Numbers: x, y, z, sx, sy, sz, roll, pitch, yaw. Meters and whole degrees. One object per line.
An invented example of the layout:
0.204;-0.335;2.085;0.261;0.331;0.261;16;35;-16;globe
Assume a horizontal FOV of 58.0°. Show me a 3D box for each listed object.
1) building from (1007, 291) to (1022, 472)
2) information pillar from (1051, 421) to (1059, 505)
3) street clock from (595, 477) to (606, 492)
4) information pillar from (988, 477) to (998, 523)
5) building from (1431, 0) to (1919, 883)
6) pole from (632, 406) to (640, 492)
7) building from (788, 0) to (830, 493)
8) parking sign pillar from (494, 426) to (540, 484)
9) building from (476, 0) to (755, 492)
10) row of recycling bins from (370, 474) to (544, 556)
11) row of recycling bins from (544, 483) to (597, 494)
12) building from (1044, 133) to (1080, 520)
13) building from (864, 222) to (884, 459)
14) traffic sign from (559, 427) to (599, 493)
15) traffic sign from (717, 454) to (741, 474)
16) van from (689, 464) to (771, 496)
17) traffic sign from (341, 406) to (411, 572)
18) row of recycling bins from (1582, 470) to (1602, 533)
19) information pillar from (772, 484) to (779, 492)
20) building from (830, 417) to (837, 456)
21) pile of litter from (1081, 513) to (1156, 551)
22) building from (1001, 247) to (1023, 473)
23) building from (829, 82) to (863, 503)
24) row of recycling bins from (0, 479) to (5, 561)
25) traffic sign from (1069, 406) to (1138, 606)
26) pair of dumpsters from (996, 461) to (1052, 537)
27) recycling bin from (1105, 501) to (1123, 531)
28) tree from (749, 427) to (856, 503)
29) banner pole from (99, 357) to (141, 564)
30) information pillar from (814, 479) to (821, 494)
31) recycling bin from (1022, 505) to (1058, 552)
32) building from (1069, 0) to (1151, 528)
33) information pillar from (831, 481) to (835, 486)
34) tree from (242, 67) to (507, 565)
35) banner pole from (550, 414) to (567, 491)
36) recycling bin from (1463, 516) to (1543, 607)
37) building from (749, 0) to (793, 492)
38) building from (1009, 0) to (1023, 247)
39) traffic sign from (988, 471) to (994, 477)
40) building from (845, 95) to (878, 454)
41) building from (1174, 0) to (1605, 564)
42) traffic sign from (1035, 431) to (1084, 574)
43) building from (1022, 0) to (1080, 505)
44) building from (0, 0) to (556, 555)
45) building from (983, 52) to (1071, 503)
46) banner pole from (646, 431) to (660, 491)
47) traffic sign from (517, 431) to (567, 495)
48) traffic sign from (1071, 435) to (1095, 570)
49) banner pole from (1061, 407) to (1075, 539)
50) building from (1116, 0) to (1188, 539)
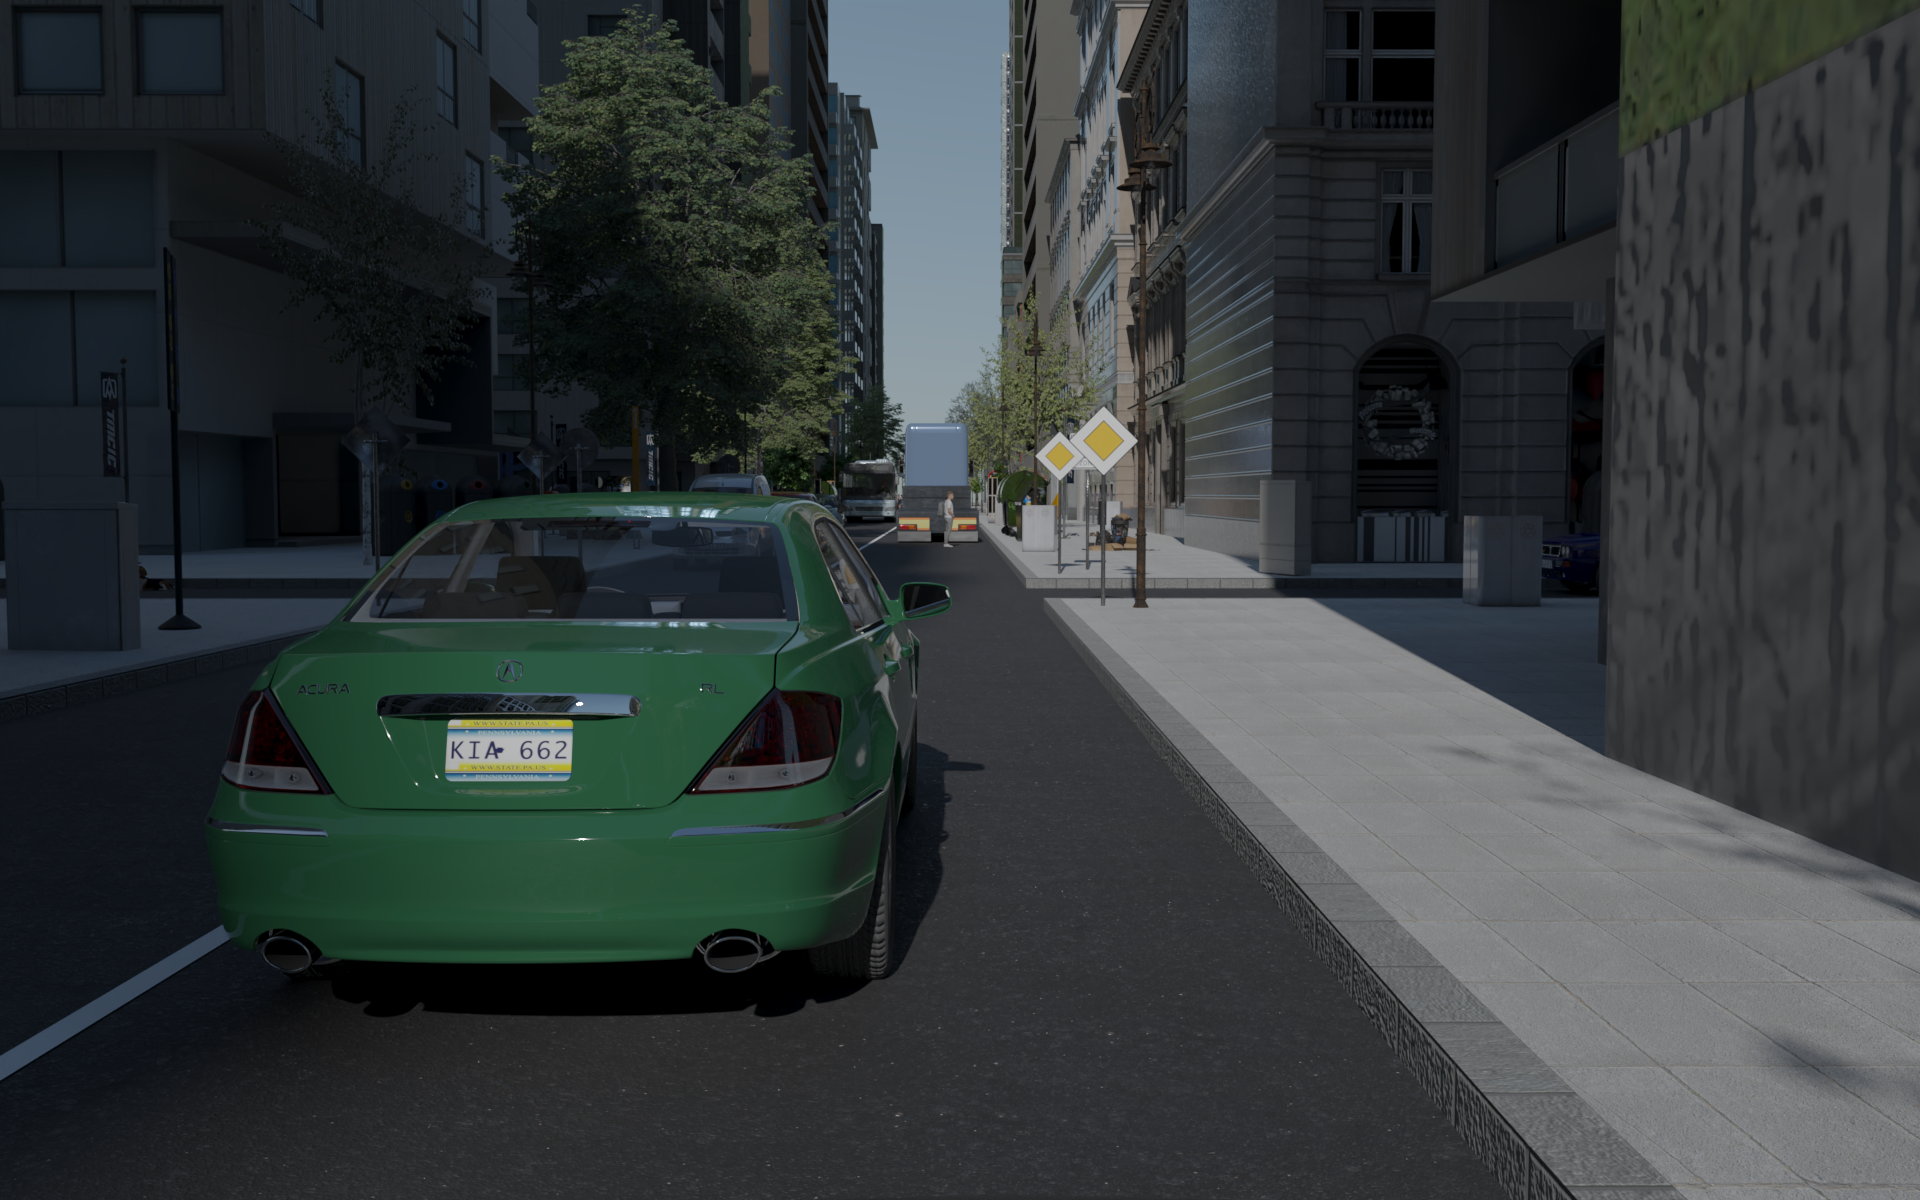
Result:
18.679;-19.373;161.788;27.650;21.520;28.899;0;4;0;building
3.027;-3.904;55.182;0.183;3.616;0.504;-2;4;-23;information pillar
-14.965;-4.137;72.202;0.471;2.002;0.358;3;4;36;street clock
1.437;-4.359;75.768;0.304;2.012;0.304;-3;4;-37;information pillar
10.159;-19.898;8.934;14.154;41.232;14.086;0;4;0;building
-7.544;-2.843;40.330;0.158;3.312;0.155;0;3;0;pole
-21.082;-30.856;128.204;21.300;48.544;21.600;0;4;0;building
-17.367;-4.911;68.764;1.447;3.967;1.447;1;4;9;parking sign pillar
-17.912;-19.124;84.381;14.160;30.474;14.107;0;4;0;building
-10.776;-1.817;36.822;3.534;1.692;1.069;-3;5;-39;row of recycling bins
-15.187;-3.472;63.876;3.534;1.692;1.069;-1;4;-18;row of recycling bins
9.913;-14.943;93.474;9.793;20.994;18.267;0;4;0;building
-18.462;-34.918;254.504;14.154;41.232;14.086;0;4;0;building
-7.278;-2.020;33.129;0.768;2.556;0.104;0;4;1;traffic sign
-7.420;-3.392;55.573;0.768;2.556;0.104;0;4;3;traffic sign
-4.625;-1.664;34.211;2.013;2.044;4.112;0;4;0;van
-6.658;-0.987;19.778;0.795;2.450;0.064;0;4;0;traffic sign
12.216;-1.328;28.820;3.534;1.692;1.069;1;4;22;row of recycling bins
-9.628;-5.258;90.463;0.304;2.012;0.304;0;4;4;information pillar
-21.885;-51.420;153.384;22.319;86.520;31.000;0;4;0;building
3.668;-1.557;39.428;1.719;0.858;1.176;1;4;23;pile of litter
11.832;-26.397;203.285;14.160;30.474;14.107;0;4;0;building
-23.034;-35.754;204.183;23.786;49.044;30.456;0;4;0;building
-18.749;-1.512;31.831;1.069;1.692;3.534;0;4;1;row of recycling bins
1.636;-0.988;19.799;0.795;2.450;0.064;0;4;0;traffic sign
1.974;-3.130;53.676;1.574;2.255;4.437;0;4;0;pair of dumpsters
5.311;-2.952;60.815;0.722;1.027;0.722;1;4;13;recycling bin
-7.875;-5.775;78.129;4.285;4.588;4.351;0;3;0;tree
-15.298;-2.535;31.457;0.401;3.779;0.863;1;4;11;banner pole
-6.931;-4.885;84.361;0.304;2.012;0.304;0;4;-1;information pillar
1.788;-1.600;38.716;0.722;1.027;0.722;1;4;10;recycling bin
11.984;-17.626;74.092;13.634;28.700;20.117;0;4;0;building
-7.228;-5.660;97.028;0.304;2.012;0.304;3;4;38;information pillar
-10.422;-4.929;30.958;4.360;8.622;3.978;0;3;0;tree
-12.636;-3.940;54.433;0.863;3.779;0.401;2;4;32;banner pole
6.272;-0.458;20.042;0.722;1.027;0.722;0;4;1;recycling bin
-18.278;-28.134;110.106;14.600;45.320;14.200;0;4;0;building
14.525;-47.819;220.085;20.563;71.187;20.611;0;4;0;building
1.890;-5.709;93.450;0.768;2.556;0.104;1;4;9;traffic sign
-25.789;-39.380;233.103;28.713;52.752;27.495;0;4;0;building
17.179;-11.931;36.865;24.055;21.916;13.314;0;4;0;building
1.596;-1.477;27.784;0.795;2.450;0.064;0;4;0;traffic sign
15.247;-30.059;115.171;21.300;48.544;21.600;0;4;0;building
-27.529;-27.991;46.891;28.713;52.752;27.495;0;4;0;building
14.764;-57.046;245.376;22.319;86.520;31.000;0;4;0;building
-10.774;-4.340;60.980;0.401;3.779;0.863;2;4;32;banner pole
-6.698;-1.475;27.763;0.795;2.450;0.064;0;4;0;traffic sign
2.157;-1.661;29.281;0.606;2.300;0.079;0;4;4;traffic sign
3.119;-3.671;50.043;0.401;3.779;0.863;2;4;30;banner pole
11.078;-11.626;54.716;10.561;19.102;19.286;0;4;0;building
